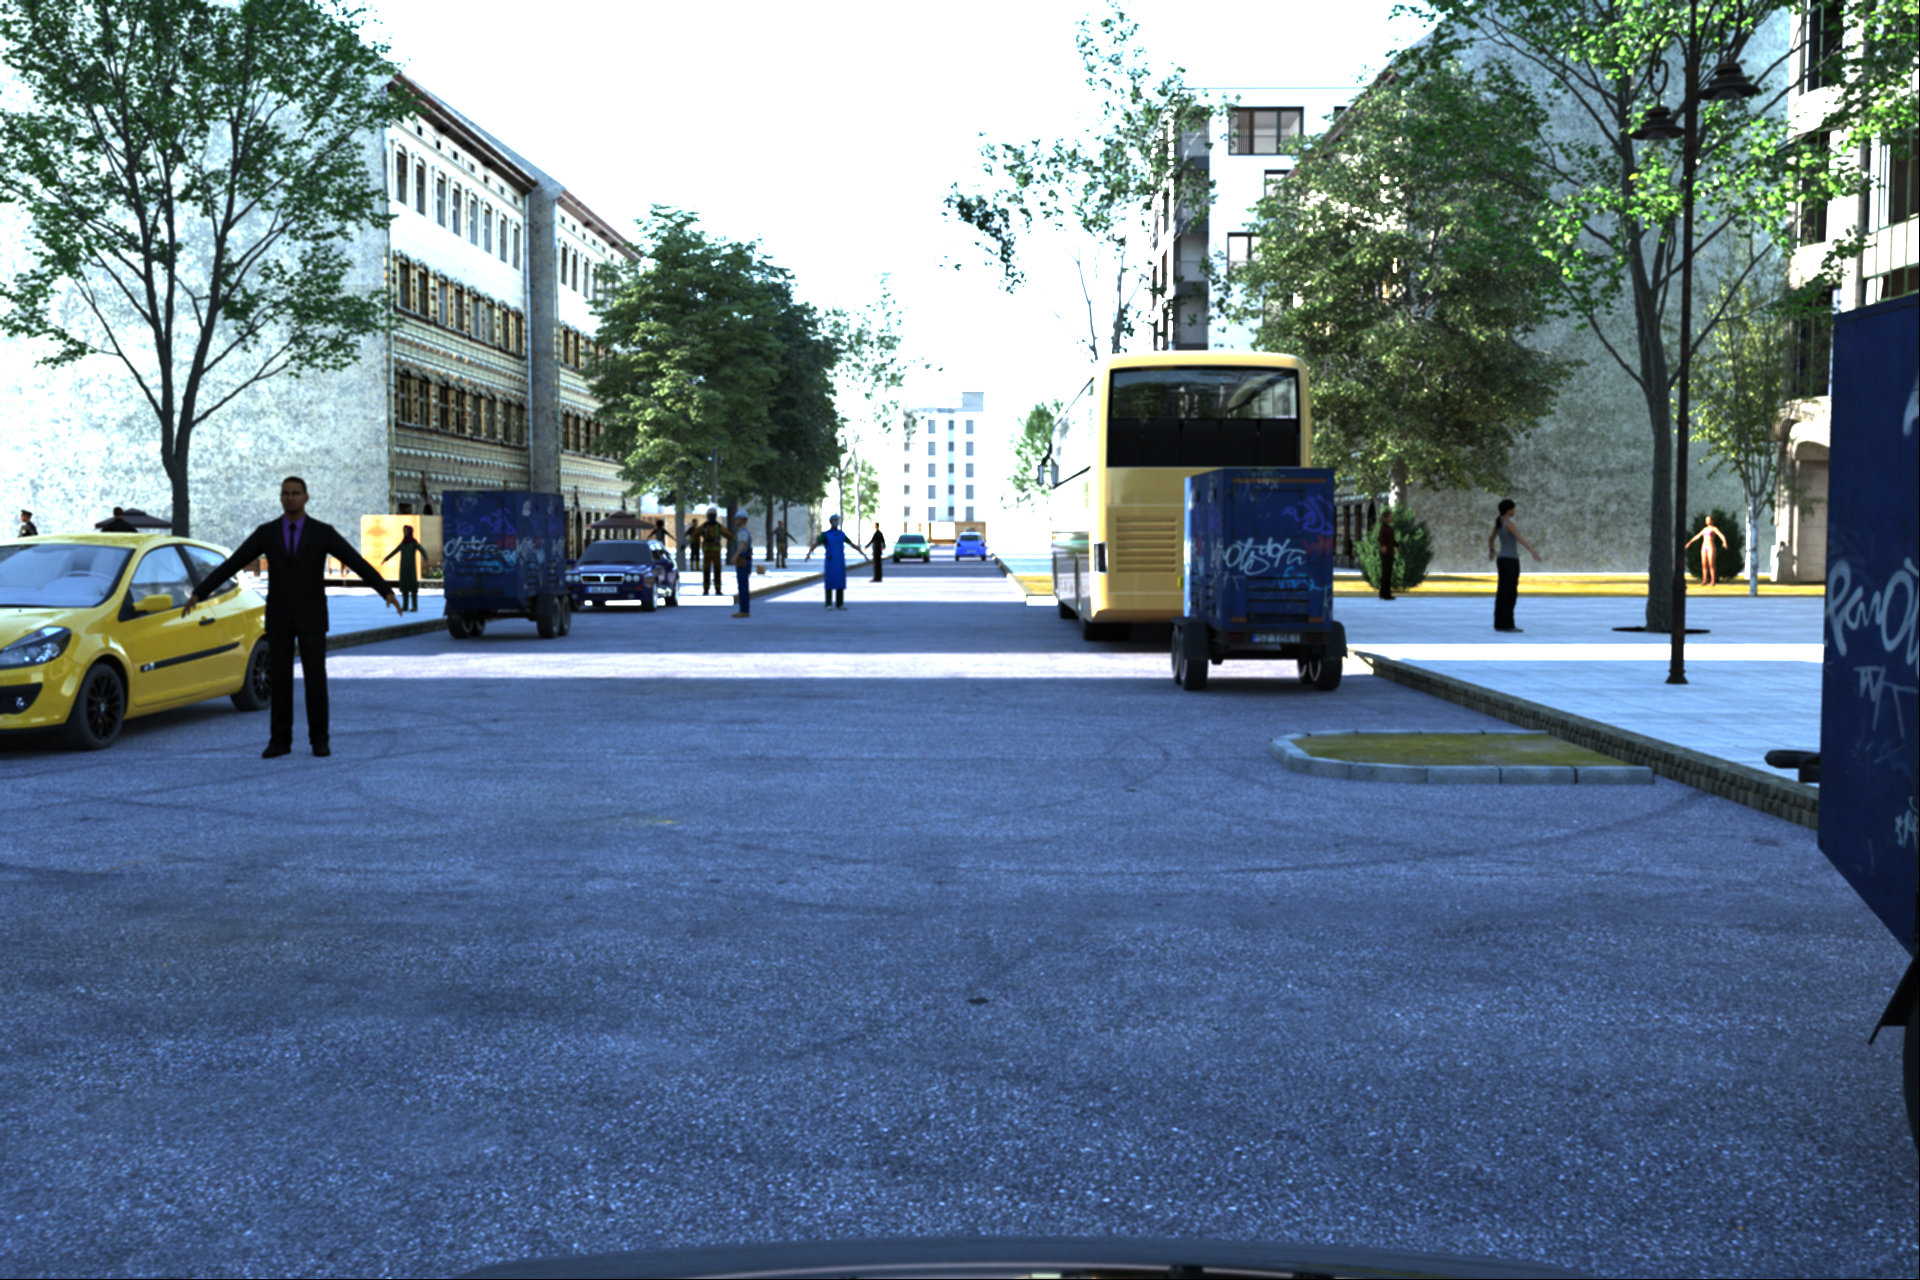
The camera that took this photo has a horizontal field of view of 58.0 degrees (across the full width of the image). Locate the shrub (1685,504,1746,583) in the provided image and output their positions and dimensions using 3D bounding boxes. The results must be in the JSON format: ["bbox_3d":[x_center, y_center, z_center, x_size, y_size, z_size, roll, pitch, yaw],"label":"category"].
[{"bbox_3d":[19.873,-2.542,45.610,1.661,2.075,1.752,0,3,0],"label":"shrub"}]

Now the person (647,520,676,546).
[{"bbox_3d":[-11.459,-3.681,66.329,1.345,1.843,0.704,1,4,13],"label":"person"}]

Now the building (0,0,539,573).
[{"bbox_3d":[-27.877,-14.352,65.591,19.493,23.208,18.063,0,4,1],"label":"building"}]

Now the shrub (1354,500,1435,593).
[{"bbox_3d":[9.419,-2.027,37.566,1.690,2.028,1.600,0,3,0],"label":"shrub"}]

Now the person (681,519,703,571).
[{"bbox_3d":[-9.136,-3.286,59.861,0.704,1.812,1.346,3,5,44],"label":"person"}]

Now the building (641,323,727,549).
[{"bbox_3d":[-26.896,-18.229,154.467,16.016,20.090,11.380,0,4,0],"label":"building"}]

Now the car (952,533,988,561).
[{"bbox_3d":[0.559,-5.184,94.344,1.945,1.707,3.694,0,4,-1],"label":"car"}]

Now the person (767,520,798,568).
[{"bbox_3d":[-6.748,-3.611,65.305,1.348,1.796,0.705,-3,4,-38],"label":"person"}]

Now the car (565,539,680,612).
[{"bbox_3d":[-6.478,-1.263,33.222,1.945,1.354,3.894,0,3,0],"label":"car"}]

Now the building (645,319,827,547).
[{"bbox_3d":[-24.281,-21.374,180.399,19.493,23.208,18.063,0,4,0],"label":"building"}]

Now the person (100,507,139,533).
[{"bbox_3d":[-16.089,-1.646,33.128,1.348,1.803,0.705,-3,5,-42],"label":"person"}]

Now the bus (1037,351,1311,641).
[{"bbox_3d":[2.843,-2.112,26.079,2.896,3.916,12.252,0,4,0],"label":"bus"}]

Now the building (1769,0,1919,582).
[{"bbox_3d":[26.687,-12.833,26.478,14.369,24.946,33.146,0,4,1],"label":"building"}]

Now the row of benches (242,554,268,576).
[{"bbox_3d":[-21.456,-2.199,51.414,1.422,0.672,4.104,1,4,20],"label":"row of benches"}]

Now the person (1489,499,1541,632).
[{"bbox_3d":[7.266,-0.976,22.773,0.721,1.737,1.217,-1,4,-11],"label":"person"}]

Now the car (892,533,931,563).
[{"bbox_3d":[-2.434,-4.793,87.168,1.959,1.807,4.718,0,4,0],"label":"car"}]

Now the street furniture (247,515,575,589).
[{"bbox_3d":[-11.964,-2.282,44.168,9.812,1.723,11.010,2,4,29],"label":"street furniture"}]

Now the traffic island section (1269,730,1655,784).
[{"bbox_3d":[3.006,0.730,10.930,1.991,0.108,1.994,0,4,1],"label":"traffic island section"}]

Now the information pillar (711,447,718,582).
[{"bbox_3d":[-6.603,-3.379,46.606,0.183,3.616,0.504,0,4,2],"label":"information pillar"}]

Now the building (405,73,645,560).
[{"bbox_3d":[-26.766,-15.523,84.734,19.493,23.208,18.063,0,4,1],"label":"building"}]

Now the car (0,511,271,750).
[{"bbox_3d":[-6.509,-0.151,12.696,2.015,1.641,3.980,0,4,1],"label":"car"}]

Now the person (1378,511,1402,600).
[{"bbox_3d":[8.375,-1.643,33.674,0.721,1.729,1.215,2,4,28],"label":"person"}]

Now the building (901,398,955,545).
[{"bbox_3d":[-7.462,-22.785,231.415,11.380,20.090,16.016,0,4,-6],"label":"building"}]

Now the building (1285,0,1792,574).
[{"bbox_3d":[23.461,-14.286,64.512,19.493,23.208,18.063,0,3,0],"label":"building"}]

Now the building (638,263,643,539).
[{"bbox_3d":[-26.506,-15.137,103.918,16.016,20.090,11.380,0,4,1],"label":"building"}]

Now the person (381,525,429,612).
[{"bbox_3d":[-9.175,-1.191,28.680,0.989,1.438,0.599,2,4,24],"label":"person"}]

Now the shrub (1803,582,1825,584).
[{"bbox_3d":[22.326,-2.508,45.052,1.661,2.075,1.752,0,3,0],"label":"shrub"}]

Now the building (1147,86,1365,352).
[{"bbox_3d":[24.051,-15.394,95.665,27.936,21.610,32.646,0,4,1],"label":"building"}]

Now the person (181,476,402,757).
[{"bbox_3d":[-4.296,-0.154,11.200,1.346,1.802,0.704,-1,4,-10],"label":"person"}]

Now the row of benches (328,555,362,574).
[{"bbox_3d":[-18.706,-2.359,54.035,1.422,0.672,4.104,-3,5,-40],"label":"row of benches"}]
